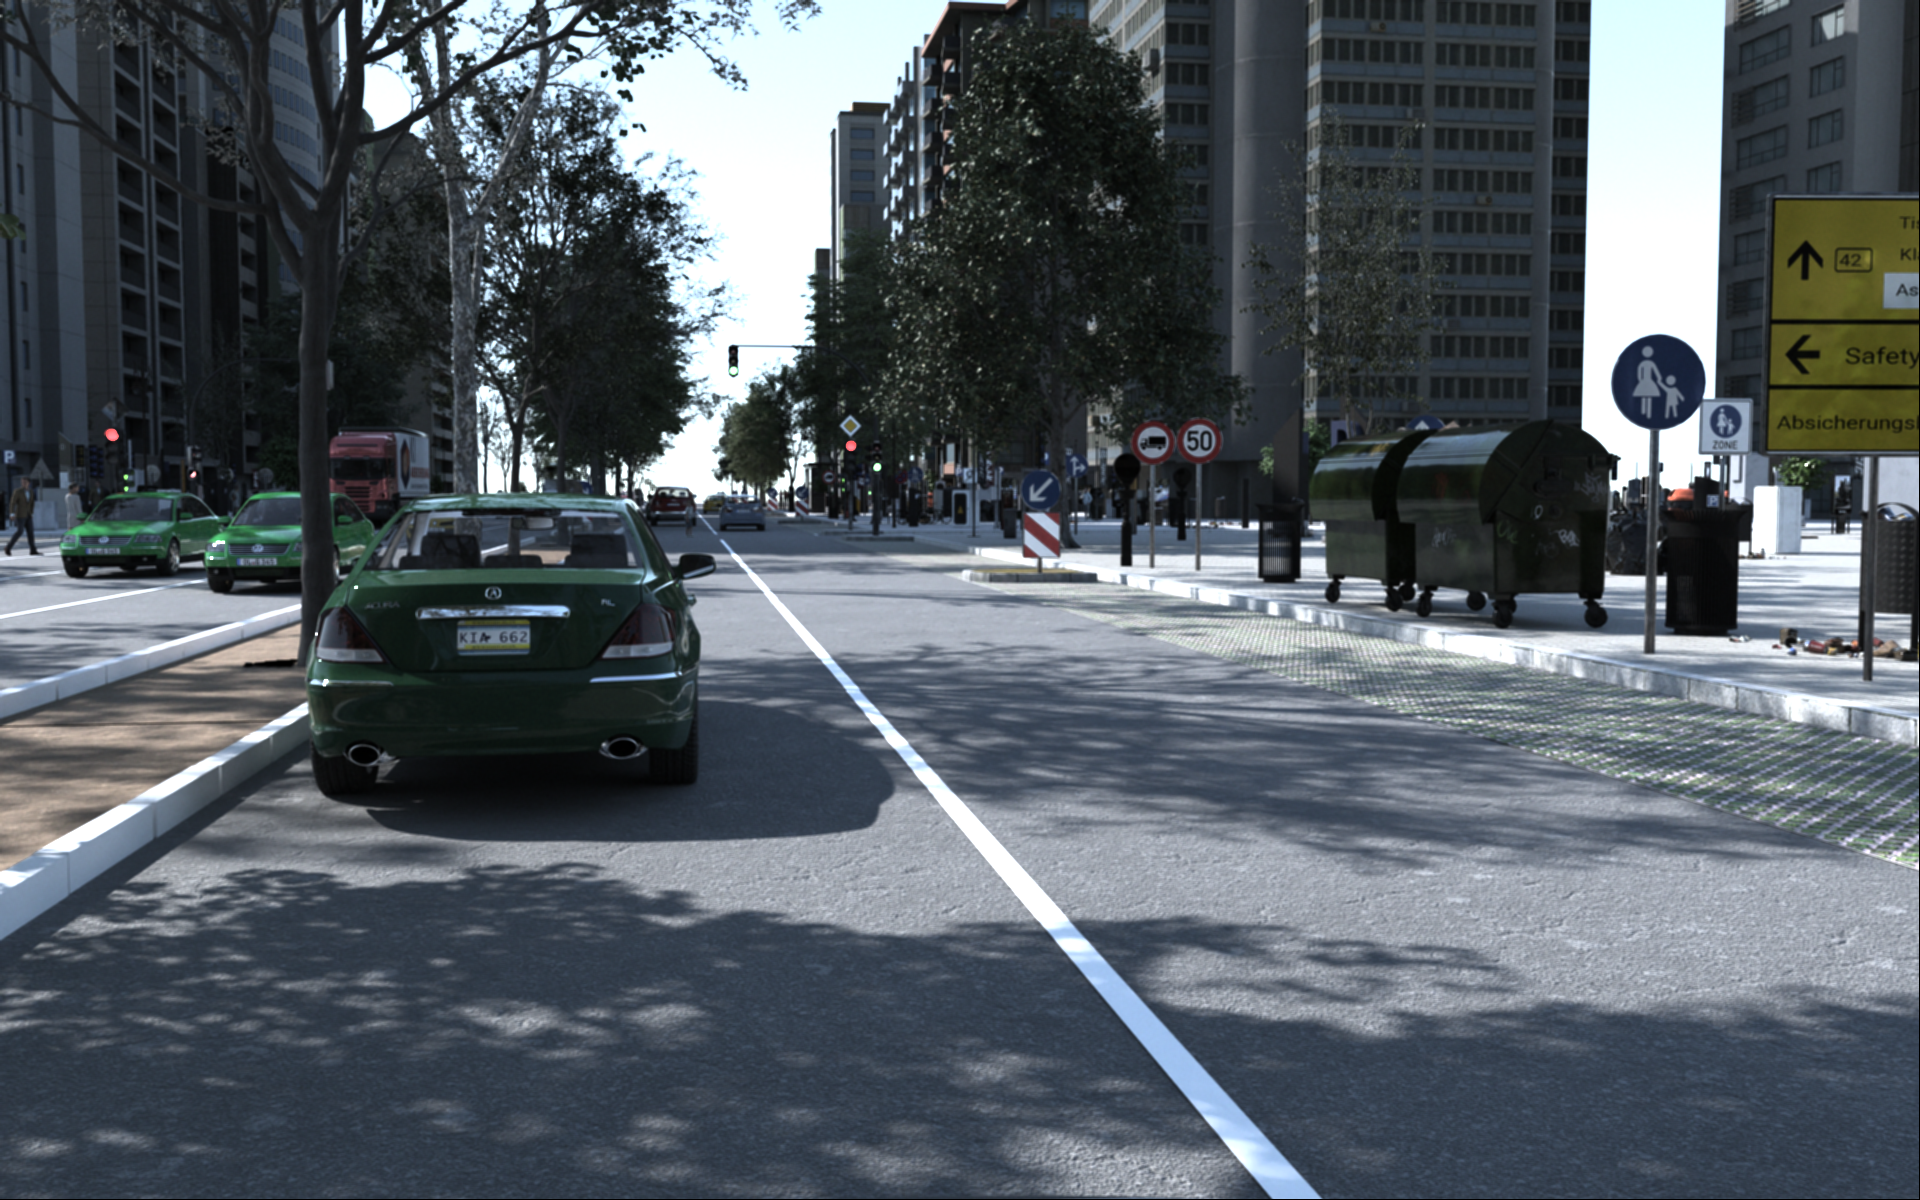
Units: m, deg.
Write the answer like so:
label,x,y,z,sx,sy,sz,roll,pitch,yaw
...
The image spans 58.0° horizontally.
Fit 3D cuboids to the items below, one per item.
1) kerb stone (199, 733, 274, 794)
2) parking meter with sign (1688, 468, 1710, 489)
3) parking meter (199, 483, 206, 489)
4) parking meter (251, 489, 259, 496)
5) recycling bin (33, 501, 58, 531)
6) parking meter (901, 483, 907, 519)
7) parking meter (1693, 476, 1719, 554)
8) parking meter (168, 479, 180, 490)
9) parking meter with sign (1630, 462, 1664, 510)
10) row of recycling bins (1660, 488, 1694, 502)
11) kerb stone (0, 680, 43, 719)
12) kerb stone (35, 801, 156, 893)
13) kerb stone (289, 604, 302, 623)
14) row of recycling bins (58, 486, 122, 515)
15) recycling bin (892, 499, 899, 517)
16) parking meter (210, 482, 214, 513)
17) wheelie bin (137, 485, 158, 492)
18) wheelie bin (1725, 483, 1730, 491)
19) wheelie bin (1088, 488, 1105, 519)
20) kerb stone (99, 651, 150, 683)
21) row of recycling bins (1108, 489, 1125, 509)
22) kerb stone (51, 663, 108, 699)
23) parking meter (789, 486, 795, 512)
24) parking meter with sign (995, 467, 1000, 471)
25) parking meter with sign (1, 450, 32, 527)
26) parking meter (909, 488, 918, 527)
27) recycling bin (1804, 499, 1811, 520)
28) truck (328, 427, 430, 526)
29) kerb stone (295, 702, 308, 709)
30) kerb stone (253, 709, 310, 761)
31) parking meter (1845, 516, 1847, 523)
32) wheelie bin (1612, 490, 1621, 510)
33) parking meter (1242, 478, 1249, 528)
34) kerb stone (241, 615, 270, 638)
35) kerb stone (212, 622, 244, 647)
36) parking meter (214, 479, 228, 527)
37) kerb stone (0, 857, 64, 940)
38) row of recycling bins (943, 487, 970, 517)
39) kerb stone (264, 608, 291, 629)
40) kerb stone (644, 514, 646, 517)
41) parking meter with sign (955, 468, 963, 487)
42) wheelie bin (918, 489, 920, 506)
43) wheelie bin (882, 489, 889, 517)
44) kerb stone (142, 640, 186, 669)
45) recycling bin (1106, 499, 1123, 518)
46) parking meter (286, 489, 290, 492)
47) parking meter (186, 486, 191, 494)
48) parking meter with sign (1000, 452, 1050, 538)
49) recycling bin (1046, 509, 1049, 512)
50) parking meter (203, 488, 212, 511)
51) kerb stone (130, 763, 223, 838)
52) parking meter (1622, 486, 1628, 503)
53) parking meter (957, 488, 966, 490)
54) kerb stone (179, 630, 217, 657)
label,x,y,z,sx,sy,sz,roll,pitch,yaw
kerb stone,-3.648,0.828,8.716,0.120,0.150,1.000,-1,4,-9
parking meter with sign,48.892,-7.282,115.314,0.543,3.016,1.738,-3,5,-44
parking meter,-40.666,-5.338,92.980,0.255,1.863,0.399,1,4,19
parking meter,-37.423,-5.110,91.963,0.372,1.533,0.369,0,3,0
recycling bin,-32.236,-2.964,61.017,0.722,1.027,0.722,-1,4,-18
parking meter,-2.987,-5.212,90.927,0.255,1.863,0.399,-2,4,-34
parking meter,10.381,-0.957,24.058,0.372,1.533,0.369,0,3,0
parking meter,-31.320,-3.872,69.015,0.399,1.863,0.255,-1,4,-9
parking meter with sign,37.493,-6.018,94.653,1.738,3.016,0.543,-1,4,-14
row of recycling bins,46.302,-6.444,112.478,3.534,1.692,1.069,1,4,12
kerb stone,-6.218,0.657,11.448,0.120,0.150,1.000,-1,4,-9
kerb stone,-3.327,0.949,6.682,0.120,0.150,1.000,-1,4,-9
kerb stone,-7.522,0.167,19.541,0.120,0.150,1.000,-1,4,-9
row of recycling bins,-43.893,-4.922,87.588,3.534,1.692,1.069,-1,4,-9
recycling bin,-3.366,-5.104,96.003,0.722,1.027,0.722,-1,4,-14
parking meter,-35.476,-4.693,82.446,0.399,1.863,0.255,2,4,28
wheelie bin,-28.539,-3.244,60.946,0.980,1.594,0.693,-2,4,-35
wheelie bin,21.886,-2.541,49.449,0.980,1.594,0.693,1,4,16
wheelie bin,6.904,-4.867,87.490,0.980,1.594,0.693,-2,4,-24
kerb stone,-6.538,0.533,13.477,0.120,0.150,1.000,-1,4,-9
row of recycling bins,11.669,-6.688,116.456,3.534,1.692,1.069,-1,4,-21
kerb stone,-6.375,0.595,12.461,0.120,0.150,1.000,-1,4,-9
parking meter,-12.087,-7.257,124.355,0.399,1.863,0.255,2,4,26
parking meter with sign,2.384,-7.000,110.710,0.543,3.016,1.738,-1,4,-9
parking meter with sign,-36.804,-4.385,67.960,1.738,3.016,0.543,2,4,30
parking meter,-1.829,-3.652,68.128,0.372,1.533,0.369,0,3,0
recycling bin,42.046,-4.523,86.504,0.722,1.027,0.722,1,4,20
truck,-24.974,-5.239,74.577,2.839,4.237,11.283,-1,4,-8
kerb stone,-3.975,0.701,10.734,0.120,0.150,1.000,-1,4,-9
kerb stone,-3.808,0.763,9.725,0.120,0.150,1.000,-1,4,-9
parking meter,38.765,-4.139,76.083,0.372,1.533,0.369,0,3,0
wheelie bin,48.758,-7.399,128.883,0.693,1.594,0.980,0,4,-2
parking meter,10.708,-3.621,64.921,0.255,1.863,0.399,1,4,11
kerb stone,-7.189,0.287,17.514,0.120,0.150,1.000,-1,4,-9
kerb stone,-7.034,0.348,16.503,0.120,0.150,1.000,-1,4,-9
parking meter,-28.600,-3.761,67.196,0.255,1.863,0.399,0,4,1
kerb stone,-3.160,1.012,5.673,0.120,0.150,1.000,-1,4,-9
row of recycling bins,-0.228,-5.490,96.880,1.069,1.692,3.534,-1,4,-16
kerb stone,-7.361,0.224,18.525,0.120,0.150,1.000,-1,4,-9
kerb stone,-21.189,-5.833,117.567,0.120,0.150,1.000,-1,4,-9
parking meter with sign,0.112,-7.206,114.078,0.543,3.016,1.738,-1,4,-14
wheelie bin,-2.508,-5.901,104.389,0.693,1.594,0.980,0,4,-8
wheelie bin,-4.526,-5.532,98.355,0.693,1.594,0.980,3,5,41
kerb stone,-6.702,0.474,14.486,0.120,0.150,1.000,-1,4,-9
recycling bin,8.299,-4.916,92.929,0.722,1.027,0.722,2,4,31
parking meter,-48.111,-7.245,124.169,0.255,1.863,0.399,-2,4,-32
parking meter,-50.910,-6.628,114.085,0.255,1.863,0.399,2,4,28
parking meter with sign,2.139,-3.291,50.071,1.738,3.016,0.543,0,4,8
recycling bin,3.241,-3.425,68.561,0.722,1.027,0.722,-1,4,-8
parking meter,-31.879,-3.970,73.318,0.372,1.533,0.369,0,3,0
kerb stone,-3.485,0.887,7.698,0.120,0.150,1.000,-1,4,-9
parking meter,48.596,-7.395,126.619,0.255,1.863,0.399,0,4,-4
parking meter,0.045,-3.656,68.185,0.372,1.533,0.369,0,3,0
kerb stone,-6.865,0.410,15.495,0.120,0.150,1.000,-1,4,-9
